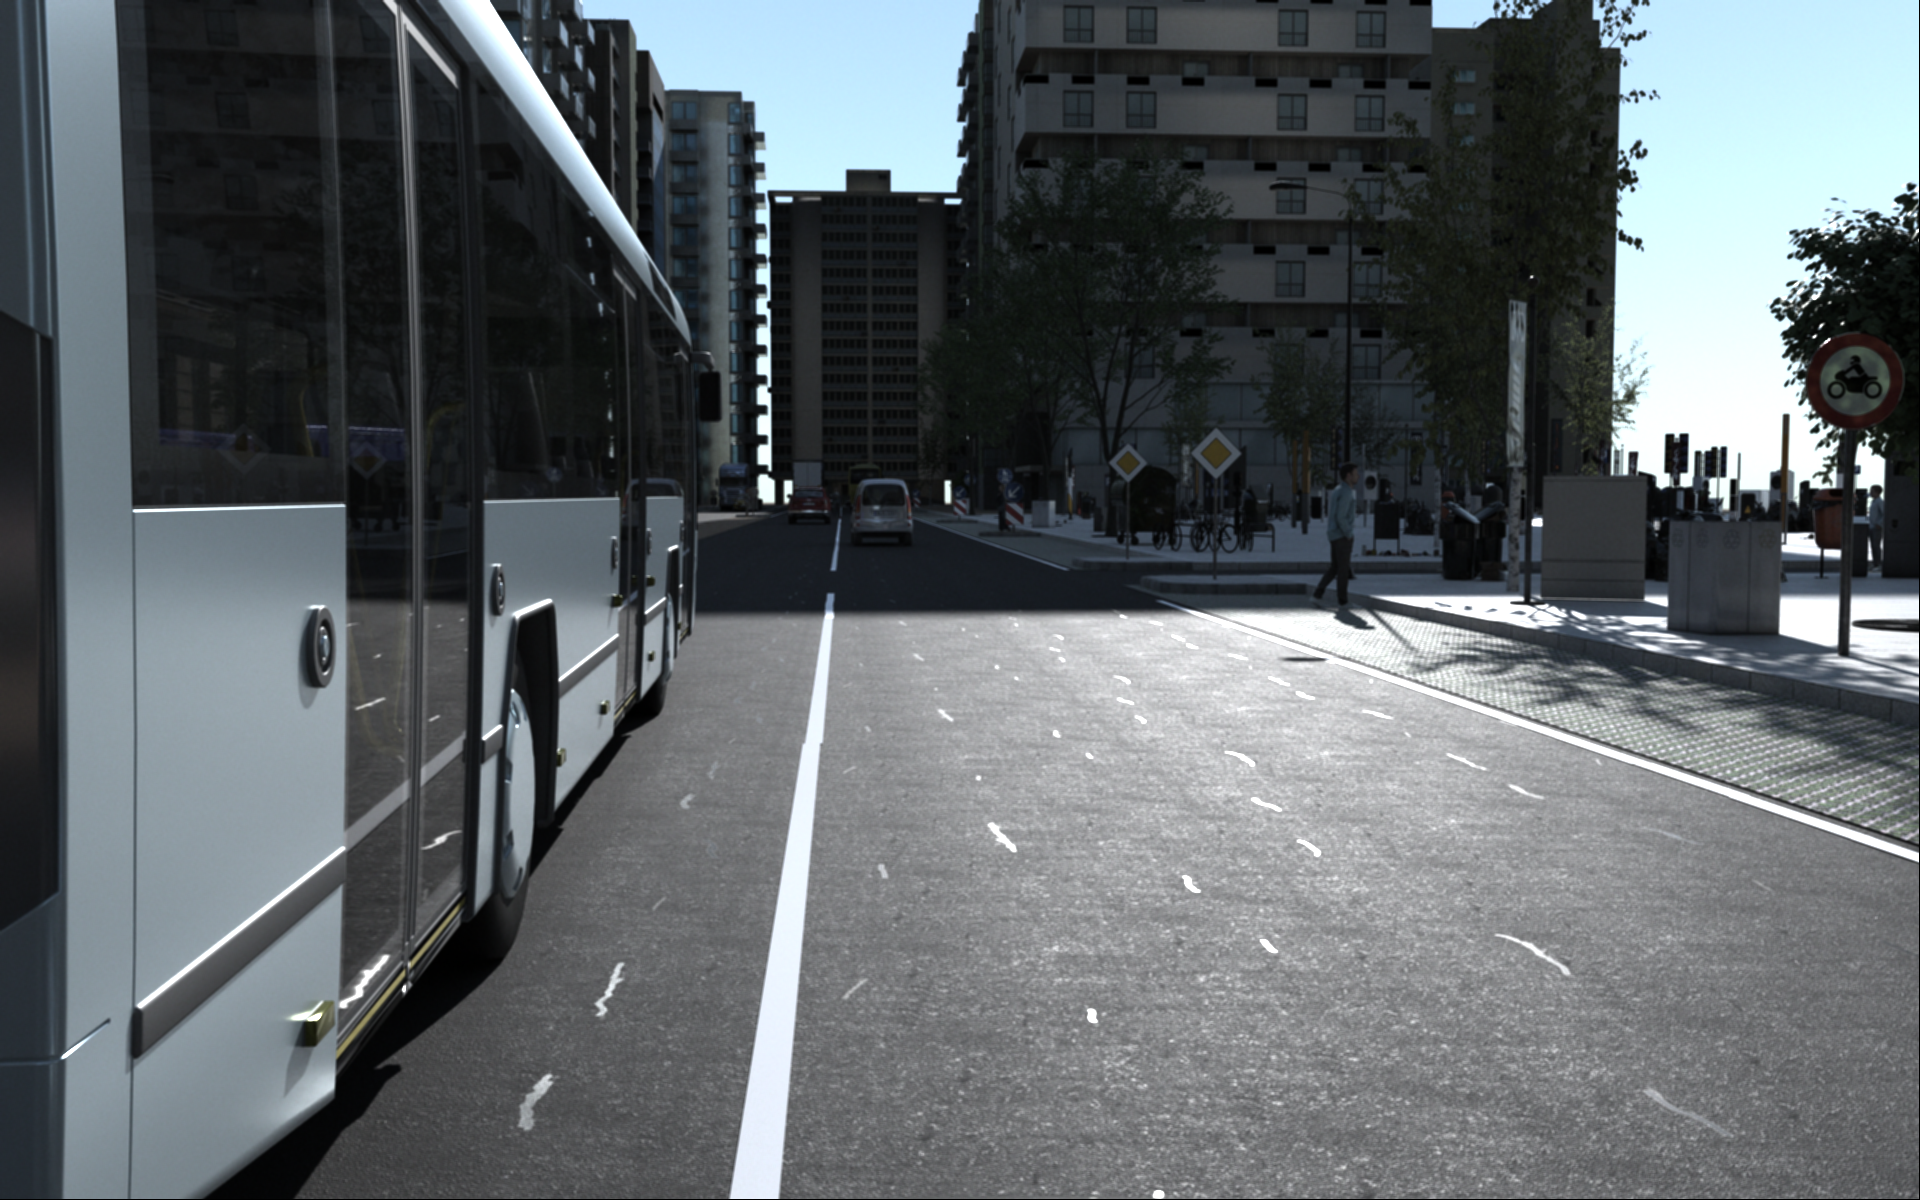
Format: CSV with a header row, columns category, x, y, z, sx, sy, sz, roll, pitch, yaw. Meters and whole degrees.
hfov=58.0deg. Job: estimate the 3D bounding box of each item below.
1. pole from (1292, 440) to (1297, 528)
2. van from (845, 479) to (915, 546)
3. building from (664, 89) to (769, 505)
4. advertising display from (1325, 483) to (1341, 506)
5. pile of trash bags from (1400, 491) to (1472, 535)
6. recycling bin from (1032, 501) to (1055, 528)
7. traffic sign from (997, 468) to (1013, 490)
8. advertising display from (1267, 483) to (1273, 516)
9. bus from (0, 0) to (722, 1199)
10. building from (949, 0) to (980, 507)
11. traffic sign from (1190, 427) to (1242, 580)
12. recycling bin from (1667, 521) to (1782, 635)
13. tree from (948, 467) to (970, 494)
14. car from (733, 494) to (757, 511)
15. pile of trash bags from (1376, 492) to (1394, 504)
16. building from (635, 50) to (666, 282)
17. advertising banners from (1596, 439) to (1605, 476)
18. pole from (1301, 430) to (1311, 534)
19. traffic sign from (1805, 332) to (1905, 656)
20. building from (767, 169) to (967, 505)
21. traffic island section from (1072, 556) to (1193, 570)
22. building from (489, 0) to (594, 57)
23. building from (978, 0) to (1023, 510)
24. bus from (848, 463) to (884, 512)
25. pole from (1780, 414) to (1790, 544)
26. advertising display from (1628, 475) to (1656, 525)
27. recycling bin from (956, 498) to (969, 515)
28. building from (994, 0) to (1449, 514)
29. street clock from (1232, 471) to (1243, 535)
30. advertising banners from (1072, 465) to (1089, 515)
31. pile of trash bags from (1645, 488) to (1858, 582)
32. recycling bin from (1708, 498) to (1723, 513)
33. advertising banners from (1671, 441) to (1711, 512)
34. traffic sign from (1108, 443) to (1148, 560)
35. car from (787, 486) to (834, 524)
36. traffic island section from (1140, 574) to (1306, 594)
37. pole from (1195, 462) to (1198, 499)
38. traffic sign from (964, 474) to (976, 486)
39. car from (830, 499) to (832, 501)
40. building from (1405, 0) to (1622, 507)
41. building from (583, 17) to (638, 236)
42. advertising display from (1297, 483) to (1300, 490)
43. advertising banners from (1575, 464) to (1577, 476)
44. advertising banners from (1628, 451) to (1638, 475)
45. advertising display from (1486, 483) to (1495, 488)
category,x,y,z,sx,sy,sz,roll,pitch,yaw
pole,12.739,-4.410,65.954,0.158,3.312,0.155,0,3,0
van,-2.254,-2.583,49.245,2.013,2.044,4.112,0,4,-5
building,-38.034,-35.768,204.423,30.456,49.044,23.786,0,4,-4
advertising display,22.352,-6.014,103.549,0.974,1.923,0.123,1,4,18
pile of trash bags,15.021,-2.715,54.145,1.912,1.369,3.447,0,4,6
recycling bin,3.205,-3.292,66.377,0.722,1.027,0.722,2,4,24
traffic sign,2.236,-5.249,85.932,0.768,2.556,0.104,0,4,1
advertising display,18.293,-5.934,102.242,0.123,1.923,0.974,0,4,-4
bus,-2.884,-0.825,8.341,2.948,3.499,13.247,0,4,-5
building,11.273,-33.452,166.552,23.786,49.044,30.456,0,4,-4
traffic sign,3.818,-1.362,25.916,0.795,2.450,0.064,0,4,-4
recycling bin,7.099,-0.217,16.100,0.722,1.027,0.722,-1,4,-12
tree,0.191,-8.202,128.707,1.663,3.219,1.824,0,3,0
car,-17.985,-8.257,145.219,2.015,1.641,3.980,0,4,-2
pile of trash bags,23.110,-5.043,92.204,1.912,1.369,3.447,0,4,2
building,-37.080,-31.942,172.358,14.200,45.320,14.600,0,4,-4
advertising banners,20.519,-3.583,54.766,0.090,3.025,2.074,0,4,4
pole,11.067,-3.771,55.500,0.158,3.312,0.155,0,3,0
traffic sign,7.029,-0.831,13.701,0.768,2.556,0.104,0,4,2
building,-11.111,-31.692,210.052,23.993,40.220,32.217,0,4,-4
traffic island section,3.303,-0.714,33.961,2.009,0.180,2.903,0,4,-4
building,-37.964,-30.713,121.770,23.786,49.044,30.456,0,4,-4
building,8.411,-28.179,144.318,14.154,41.232,14.086,0,4,-4
bus,-7.508,-8.999,138.680,2.896,3.916,12.252,0,4,-2
pole,20.986,-3.072,44.074,0.158,3.312,0.155,0,3,0
advertising display,23.375,-3.320,59.491,0.974,1.923,0.123,1,4,21
recycling bin,0.204,-5.714,105.975,0.722,1.027,0.722,-1,4,-16
building,16.855,-32.678,123.518,28.713,52.752,27.495,0,4,-4
street clock,8.725,-3.053,54.488,0.358,2.002,0.471,1,4,13
advertising banners,7.238,-6.653,104.969,0.090,3.025,2.074,3,4,37
pile of trash bags,11.745,-0.998,26.077,3.447,1.369,1.912,0,4,-3
recycling bin,46.951,-5.819,107.699,0.722,1.027,0.722,3,5,41
advertising banners,24.071,-3.728,57.143,0.090,3.025,2.074,-1,4,-12
traffic sign,3.280,-1.850,33.883,0.795,2.450,0.064,0,4,-4
car,-7.278,-4.613,84.089,2.281,1.827,5.304,0,4,-4
traffic island section,3.841,-0.227,25.994,2.009,0.180,2.903,0,4,-4
pole,14.796,-6.998,108.255,0.158,3.312,0.155,0,3,0
traffic sign,0.636,-6.614,108.247,0.768,2.556,0.104,0,4,4
car,-10.167,-6.846,123.735,2.131,1.459,4.920,0,4,-5
building,54.072,-33.709,174.836,21.600,48.544,21.300,0,4,-4
building,-34.676,-28.191,144.510,14.154,41.232,14.086,0,4,-4
advertising display,18.904,-5.611,96.957,0.123,1.923,0.974,1,4,16
advertising banners,31.850,-5.692,89.251,0.090,3.025,2.074,1,4,12
advertising banners,27.233,-4.614,71.630,0.090,3.025,2.074,-2,4,-24
advertising display,29.720,-5.631,97.276,0.974,1.923,0.123,-3,5,-44
